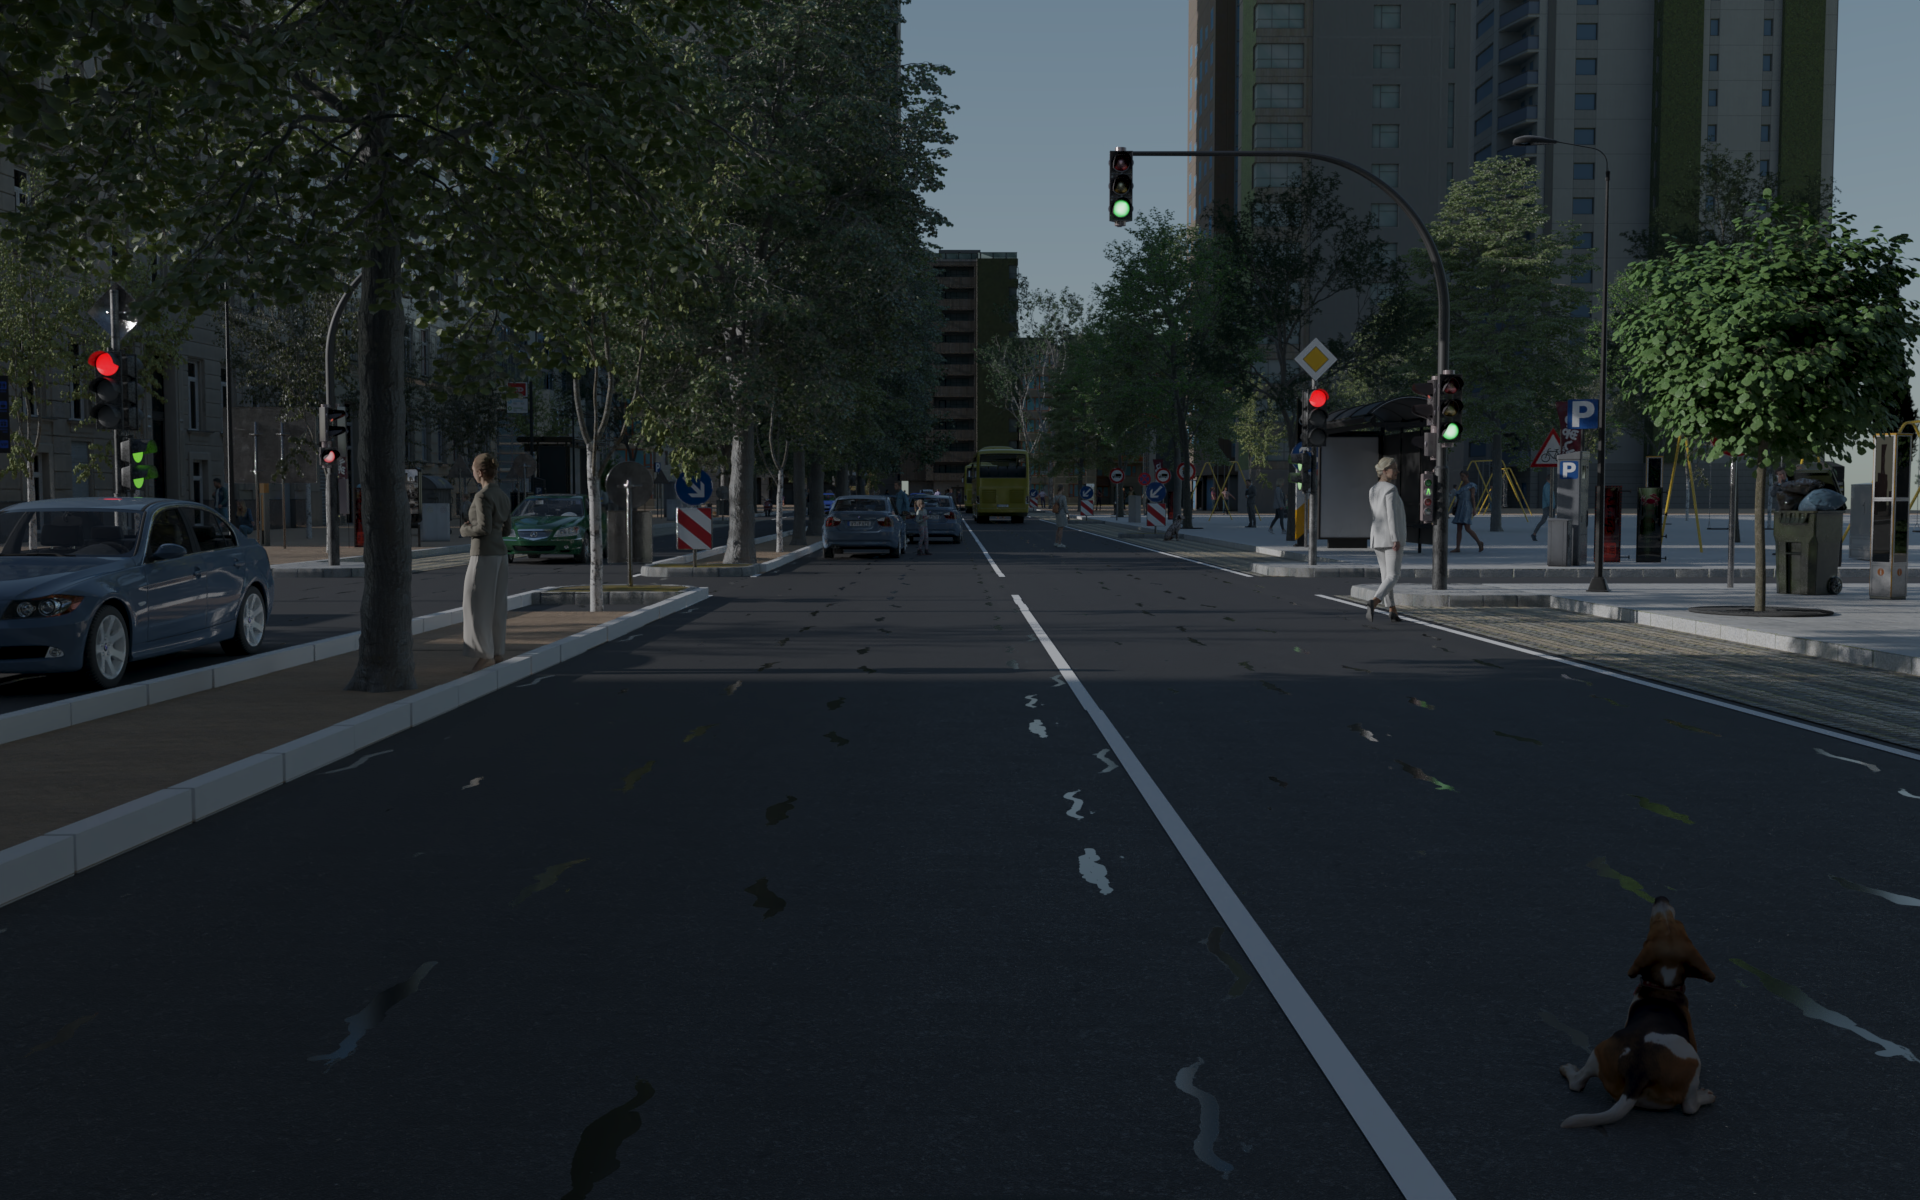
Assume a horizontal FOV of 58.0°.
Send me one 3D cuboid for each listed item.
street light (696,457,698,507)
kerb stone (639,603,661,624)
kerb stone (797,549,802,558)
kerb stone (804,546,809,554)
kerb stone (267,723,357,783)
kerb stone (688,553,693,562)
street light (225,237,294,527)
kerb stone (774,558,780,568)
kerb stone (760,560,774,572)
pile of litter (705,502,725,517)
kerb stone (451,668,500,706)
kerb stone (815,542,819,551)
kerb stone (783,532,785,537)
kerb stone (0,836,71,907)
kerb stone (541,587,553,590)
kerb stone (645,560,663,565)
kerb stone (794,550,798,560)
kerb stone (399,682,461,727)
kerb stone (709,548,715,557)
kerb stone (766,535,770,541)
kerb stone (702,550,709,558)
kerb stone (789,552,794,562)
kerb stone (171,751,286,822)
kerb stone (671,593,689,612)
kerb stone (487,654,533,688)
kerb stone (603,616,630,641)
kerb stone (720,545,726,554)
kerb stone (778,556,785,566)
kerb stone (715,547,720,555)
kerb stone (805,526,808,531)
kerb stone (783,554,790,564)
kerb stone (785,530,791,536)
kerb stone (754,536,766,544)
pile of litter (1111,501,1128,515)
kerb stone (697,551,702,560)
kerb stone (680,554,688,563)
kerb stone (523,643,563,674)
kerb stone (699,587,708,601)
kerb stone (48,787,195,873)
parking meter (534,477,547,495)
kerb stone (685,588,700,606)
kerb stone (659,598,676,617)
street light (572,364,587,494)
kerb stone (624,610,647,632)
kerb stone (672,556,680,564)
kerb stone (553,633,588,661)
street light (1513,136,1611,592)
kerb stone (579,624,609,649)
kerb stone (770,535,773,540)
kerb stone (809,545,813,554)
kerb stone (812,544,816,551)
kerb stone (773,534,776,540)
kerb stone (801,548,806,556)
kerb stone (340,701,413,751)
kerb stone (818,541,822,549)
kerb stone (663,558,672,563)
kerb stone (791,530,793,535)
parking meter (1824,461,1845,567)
[{"bbox_3d":[-13.127,-7.182,89.966,1.470,5.913,1.316,0,4,0],"label":"street light"},{"bbox_3d":[-3.508,0.174,19.357,0.120,0.150,1.000,0,4,0],"label":"kerb stone"},{"bbox_3d":[-3.654,-0.988,38.351,0.120,0.150,1.000,0,4,0],"label":"kerb stone"},{"bbox_3d":[-3.675,-1.113,40.400,0.120,0.150,1.000,0,4,0],"label":"kerb stone"},{"bbox_3d":[-3.409,0.802,9.087,0.120,0.150,1.000,0,4,0],"label":"kerb stone"},{"bbox_3d":[-5.731,-0.863,36.310,0.120,0.150,1.000,0,4,0],"label":"kerb stone"},{"bbox_3d":[-12.724,-3.602,31.438,1.470,5.913,1.316,0,4,0],"label":"street light"},{"bbox_3d":[-3.611,-0.670,33.236,0.120,0.150,1.000,0,4,0],"label":"kerb stone"},{"bbox_3d":[-3.609,-0.613,32.211,0.120,0.150,1.000,0,4,0],"label":"kerb stone"},{"bbox_3d":[-14.080,-5.114,97.582,1.719,0.858,1.176,0,4,-6],"label":"pile of litter"},{"bbox_3d":[-3.441,0.620,12.163,0.120,0.150,1.000,0,4,0],"label":"kerb stone"},{"bbox_3d":[-3.697,-1.301,43.466,0.120,0.150,1.000,0,4,0],"label":"kerb stone"},{"bbox_3d":[-5.914,-2.117,56.813,0.120,0.150,1.000,0,4,0],"label":"kerb stone"},{"bbox_3d":[-3.386,0.991,6.008,0.120,0.150,1.000,0,4,0],"label":"kerb stone"},{"bbox_3d":[-5.639,-0.077,23.467,0.120,0.150,1.000,0,4,0],"label":"kerb stone"},{"bbox_3d":[-5.704,-0.612,32.209,0.120,0.150,1.000,0,4,0],"label":"kerb stone"},{"bbox_3d":[-3.647,-0.922,37.325,0.120,0.150,1.000,0,4,0],"label":"kerb stone"},{"bbox_3d":[-3.429,0.676,11.141,0.120,0.150,1.000,0,4,0],"label":"kerb stone"},{"bbox_3d":[-5.767,-1.052,39.390,0.120,0.150,1.000,0,4,0],"label":"kerb stone"},{"bbox_3d":[-5.867,-1.804,51.683,0.120,0.150,1.000,0,4,0],"label":"kerb stone"},{"bbox_3d":[-5.751,-0.986,38.366,0.120,0.150,1.000,0,4,0],"label":"kerb stone"},{"bbox_3d":[-3.635,-0.863,36.303,0.120,0.150,1.000,0,4,0],"label":"kerb stone"},{"bbox_3d":[-3.404,0.864,8.063,0.120,0.150,1.000,0,4,0],"label":"kerb stone"},{"bbox_3d":[-3.520,0.048,21.410,0.120,0.150,1.000,0,4,0],"label":"kerb stone"},{"bbox_3d":[-3.450,0.555,13.185,0.120,0.150,1.000,0,4,0],"label":"kerb stone"},{"bbox_3d":[-3.477,0.299,17.304,0.120,0.150,1.000,0,4,0],"label":"kerb stone"},{"bbox_3d":[-5.780,-1.177,41.439,0.120,0.150,1.000,0,4,0],"label":"kerb stone"},{"bbox_3d":[-3.614,-0.731,34.259,0.120,0.150,1.000,0,4,0],"label":"kerb stone"},{"bbox_3d":[-5.784,-1.114,40.416,0.120,0.150,1.000,0,4,0],"label":"kerb stone"},{"bbox_3d":[-6.016,-2.870,69.126,0.120,0.150,1.000,0,4,0],"label":"kerb stone"},{"bbox_3d":[-3.629,-0.800,35.280,0.120,0.150,1.000,0,4,0],"label":"kerb stone"},{"bbox_3d":[-5.927,-2.241,58.863,0.120,0.150,1.000,0,4,0],"label":"kerb stone"},{"bbox_3d":[-5.859,-1.741,50.656,0.120,0.150,1.000,0,4,0],"label":"kerb stone"},{"bbox_3d":[9.785,-5.594,105.419,1.176,0.858,1.719,0,4,8],"label":"pile of litter"},{"bbox_3d":[-5.743,-0.926,37.343,0.120,0.150,1.000,0,4,0],"label":"kerb stone"},{"bbox_3d":[-5.731,-0.801,35.288,0.120,0.150,1.000,0,4,0],"label":"kerb stone"},{"bbox_3d":[-3.456,0.488,14.219,0.120,0.150,1.000,0,4,0],"label":"kerb stone"},{"bbox_3d":[-3.536,-0.071,23.455,0.120,0.150,1.000,0,4,0],"label":"kerb stone"},{"bbox_3d":[-3.398,0.927,7.033,0.120,0.150,1.000,0,4,0],"label":"kerb stone"},{"bbox_3d":[-14.395,-3.285,59.414,0.399,1.863,0.255,0,4,2],"label":"parking meter"},{"bbox_3d":[-3.526,-0.014,22.433,0.120,0.150,1.000,0,4,0],"label":"kerb stone"},{"bbox_3d":[-3.507,0.112,20.379,0.120,0.150,1.000,0,4,0],"label":"kerb stone"},{"bbox_3d":[-13.008,-5.392,60.702,1.470,5.913,1.316,0,4,0],"label":"street light"},{"bbox_3d":[-3.492,0.236,18.331,0.120,0.150,1.000,0,4,0],"label":"kerb stone"},{"bbox_3d":[-5.721,-0.736,34.266,0.120,0.150,1.000,0,4,0],"label":"kerb stone"},{"bbox_3d":[-3.461,0.425,15.250,0.120,0.150,1.000,0,4,0],"label":"kerb stone"},{"bbox_3d":[7.865,-3.063,22.624,1.470,5.913,1.316,0,4,0],"label":"street light"},{"bbox_3d":[-3.478,0.366,16.282,0.120,0.150,1.000,0,4,0],"label":"kerb stone"},{"bbox_3d":[-5.871,-1.866,52.711,0.120,0.150,1.000,0,4,0],"label":"kerb stone"},{"bbox_3d":[-3.681,-1.176,41.422,0.120,0.150,1.000,0,4,0],"label":"kerb stone"},{"bbox_3d":[-3.689,-1.238,42.444,0.120,0.150,1.000,0,4,0],"label":"kerb stone"},{"bbox_3d":[-5.893,-1.929,53.733,0.120,0.150,1.000,0,4,0],"label":"kerb stone"},{"bbox_3d":[-3.665,-1.051,39.377,0.120,0.150,1.000,0,4,0],"label":"kerb stone"},{"bbox_3d":[-3.426,0.739,10.115,0.120,0.150,1.000,0,4,0],"label":"kerb stone"},{"bbox_3d":[-3.708,-1.363,44.495,0.120,0.150,1.000,0,4,0],"label":"kerb stone"},{"bbox_3d":[-5.713,-0.675,33.238,0.120,0.150,1.000,0,4,0],"label":"kerb stone"},{"bbox_3d":[-5.931,-2.302,59.897,0.120,0.150,1.000,0,4,0],"label":"kerb stone"},{"bbox_3d":[15.368,-1.520,30.557,0.255,1.863,0.399,-1,4,-9],"label":"parking meter"}]
